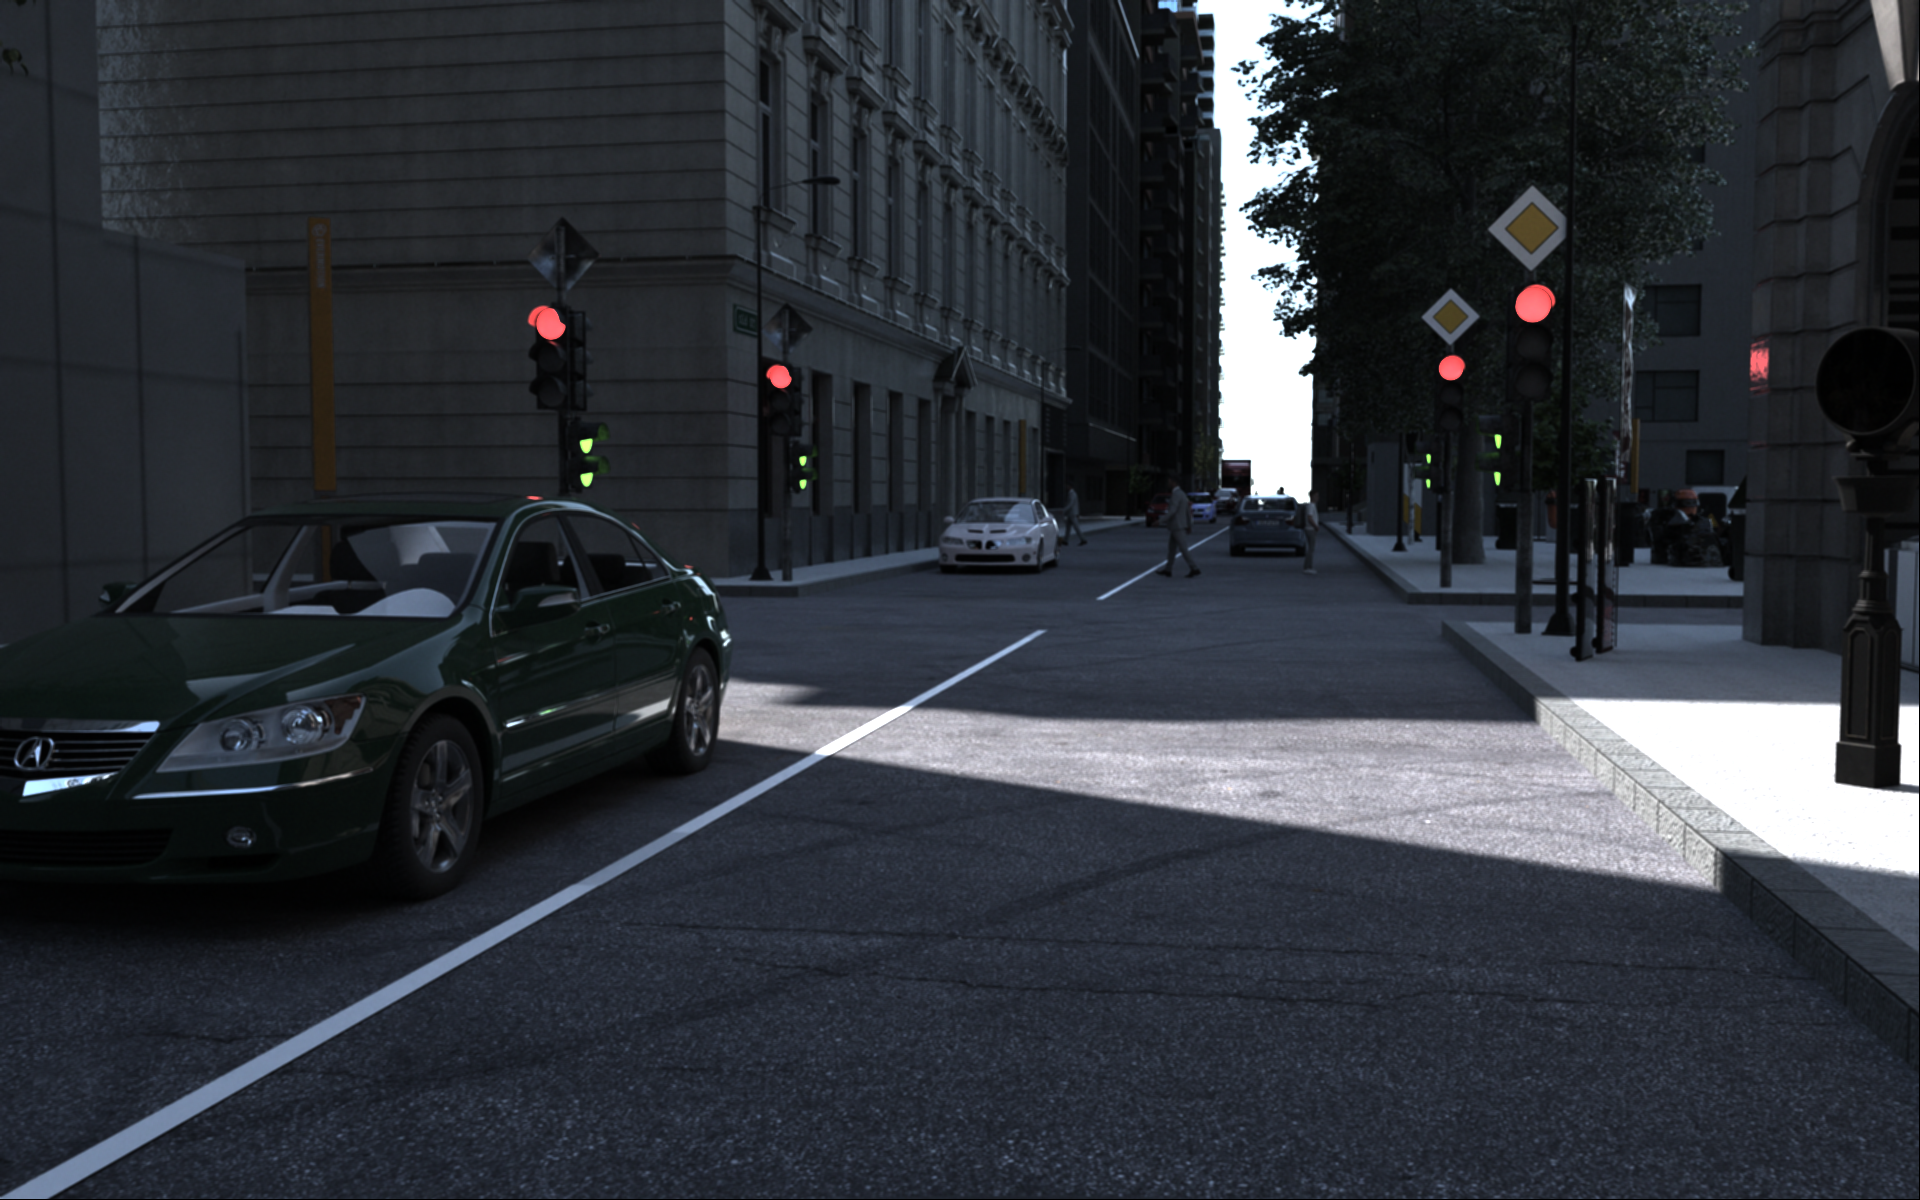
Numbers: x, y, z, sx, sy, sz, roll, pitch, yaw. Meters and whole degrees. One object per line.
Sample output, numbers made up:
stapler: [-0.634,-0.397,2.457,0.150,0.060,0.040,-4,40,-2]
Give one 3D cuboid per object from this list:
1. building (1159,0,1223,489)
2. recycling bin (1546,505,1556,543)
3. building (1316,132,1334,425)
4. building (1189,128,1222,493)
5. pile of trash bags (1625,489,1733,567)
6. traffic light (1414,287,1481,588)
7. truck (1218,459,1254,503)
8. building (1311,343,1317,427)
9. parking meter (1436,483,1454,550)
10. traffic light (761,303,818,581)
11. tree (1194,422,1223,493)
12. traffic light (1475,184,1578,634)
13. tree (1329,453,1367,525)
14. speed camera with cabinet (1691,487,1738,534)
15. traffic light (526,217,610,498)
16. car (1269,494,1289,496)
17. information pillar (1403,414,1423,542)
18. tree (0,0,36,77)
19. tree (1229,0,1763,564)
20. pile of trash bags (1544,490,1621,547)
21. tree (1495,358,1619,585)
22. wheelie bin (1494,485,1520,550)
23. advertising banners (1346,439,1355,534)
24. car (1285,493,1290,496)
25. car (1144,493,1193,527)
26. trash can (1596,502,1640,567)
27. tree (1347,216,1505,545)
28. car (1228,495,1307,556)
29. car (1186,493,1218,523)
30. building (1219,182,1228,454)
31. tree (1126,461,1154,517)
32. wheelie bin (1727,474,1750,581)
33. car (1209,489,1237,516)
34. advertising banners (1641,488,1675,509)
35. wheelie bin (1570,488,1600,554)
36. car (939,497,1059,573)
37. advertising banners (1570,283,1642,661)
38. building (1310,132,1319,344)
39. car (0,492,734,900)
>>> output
building: [21.230,-54.927,210.731,22.319,86.520,31.000,1,4,11]
recycling bin: [15.861,-2.011,45.437,0.722,1.027,0.722,0,4,-6]
building: [46.346,-30.979,190.096,14.154,41.232,14.086,1,4,11]
building: [21.110,-30.926,189.236,14.154,41.232,14.086,1,4,11]
pile of trash bags: [13.622,-1.348,31.790,1.912,1.369,3.447,1,4,9]
traffic light: [6.667,-2.129,23.728,0.839,4.253,0.868,1,4,11]
truck: [22.544,-9.330,141.465,2.839,4.237,11.283,1,4,9]
building: [57.002,-22.354,210.519,27.650,21.520,28.899,1,4,11]
parking meter: [11.065,-1.903,39.523,0.372,1.533,0.369,0,3,0]
traffic light: [-2.534,-2.234,25.448,0.839,4.253,0.868,1,4,11]
tree: [24.824,-13.745,175.090,4.737,8.622,4.395,0,3,0]
traffic light: [5.181,-1.649,15.881,0.839,4.253,0.868,1,4,11]
tree: [16.341,-4.784,72.812,1.663,3.219,1.824,0,3,0]
speed camera with cabinet: [17.632,-2.736,39.075,2.038,3.252,0.660,3,4,36]
traffic light: [-4.020,-1.754,17.602,0.839,4.253,0.868,1,4,11]
car: [19.038,-5.602,103.392,2.131,1.459,4.920,1,4,11]
information pillar: [12.228,-3.386,46.708,0.504,3.616,0.183,1,4,9]
tree: [-6.387,-3.554,8.470,4.737,8.622,4.395,0,3,0]
tree: [9.322,-7.643,31.625,9.857,13.997,8.962,0,3,0]
pile of trash bags: [15.751,-1.959,41.777,3.447,1.369,1.912,-1,4,-10]
tree: [8.462,-1.849,24.834,1.663,3.219,1.824,0,3,0]
wheelie bin: [12.831,-1.972,40.149,0.693,1.594,0.980,-3,5,-44]
advertising banners: [12.519,-3.629,55.523,0.090,3.025,2.074,0,4,8]
car: [27.497,-8.451,147.768,1.945,1.707,3.694,1,4,11]
car: [9.237,-4.112,76.270,2.155,1.783,4.494,1,4,12]
trash can: [11.652,-1.168,30.753,0.748,1.137,0.748,0,3,0]
tree: [11.468,-5.700,43.555,4.737,8.622,4.395,0,3,0]
car: [7.359,-1.785,41.180,2.014,1.417,4.499,1,4,12]
car: [11.888,-4.699,86.416,1.945,1.707,3.694,1,4,11]
building: [25.844,-38.111,242.723,23.786,49.044,30.456,1,4,11]
tree: [9.844,-6.297,97.560,1.663,3.219,1.824,0,3,0]
wheelie bin: [11.761,-1.074,25.475,0.693,1.594,0.980,-1,4,-17]
car: [17.635,-6.645,117.316,2.281,1.827,5.304,1,4,9]
advertising banners: [18.930,-3.169,47.999,2.074,3.025,0.090,-1,4,-16]
wheelie bin: [13.443,-1.804,37.398,0.693,1.594,0.980,-1,4,-17]
car: [0.804,-1.260,32.957,2.083,1.381,4.827,1,4,9]
advertising banners: [5.234,-1.089,13.996,0.090,3.025,2.074,2,4,32]
building: [62.581,-39.646,237.447,28.713,52.752,27.495,1,4,11]
car: [-2.460,0.248,7.744,2.131,1.459,4.920,1,4,10]
